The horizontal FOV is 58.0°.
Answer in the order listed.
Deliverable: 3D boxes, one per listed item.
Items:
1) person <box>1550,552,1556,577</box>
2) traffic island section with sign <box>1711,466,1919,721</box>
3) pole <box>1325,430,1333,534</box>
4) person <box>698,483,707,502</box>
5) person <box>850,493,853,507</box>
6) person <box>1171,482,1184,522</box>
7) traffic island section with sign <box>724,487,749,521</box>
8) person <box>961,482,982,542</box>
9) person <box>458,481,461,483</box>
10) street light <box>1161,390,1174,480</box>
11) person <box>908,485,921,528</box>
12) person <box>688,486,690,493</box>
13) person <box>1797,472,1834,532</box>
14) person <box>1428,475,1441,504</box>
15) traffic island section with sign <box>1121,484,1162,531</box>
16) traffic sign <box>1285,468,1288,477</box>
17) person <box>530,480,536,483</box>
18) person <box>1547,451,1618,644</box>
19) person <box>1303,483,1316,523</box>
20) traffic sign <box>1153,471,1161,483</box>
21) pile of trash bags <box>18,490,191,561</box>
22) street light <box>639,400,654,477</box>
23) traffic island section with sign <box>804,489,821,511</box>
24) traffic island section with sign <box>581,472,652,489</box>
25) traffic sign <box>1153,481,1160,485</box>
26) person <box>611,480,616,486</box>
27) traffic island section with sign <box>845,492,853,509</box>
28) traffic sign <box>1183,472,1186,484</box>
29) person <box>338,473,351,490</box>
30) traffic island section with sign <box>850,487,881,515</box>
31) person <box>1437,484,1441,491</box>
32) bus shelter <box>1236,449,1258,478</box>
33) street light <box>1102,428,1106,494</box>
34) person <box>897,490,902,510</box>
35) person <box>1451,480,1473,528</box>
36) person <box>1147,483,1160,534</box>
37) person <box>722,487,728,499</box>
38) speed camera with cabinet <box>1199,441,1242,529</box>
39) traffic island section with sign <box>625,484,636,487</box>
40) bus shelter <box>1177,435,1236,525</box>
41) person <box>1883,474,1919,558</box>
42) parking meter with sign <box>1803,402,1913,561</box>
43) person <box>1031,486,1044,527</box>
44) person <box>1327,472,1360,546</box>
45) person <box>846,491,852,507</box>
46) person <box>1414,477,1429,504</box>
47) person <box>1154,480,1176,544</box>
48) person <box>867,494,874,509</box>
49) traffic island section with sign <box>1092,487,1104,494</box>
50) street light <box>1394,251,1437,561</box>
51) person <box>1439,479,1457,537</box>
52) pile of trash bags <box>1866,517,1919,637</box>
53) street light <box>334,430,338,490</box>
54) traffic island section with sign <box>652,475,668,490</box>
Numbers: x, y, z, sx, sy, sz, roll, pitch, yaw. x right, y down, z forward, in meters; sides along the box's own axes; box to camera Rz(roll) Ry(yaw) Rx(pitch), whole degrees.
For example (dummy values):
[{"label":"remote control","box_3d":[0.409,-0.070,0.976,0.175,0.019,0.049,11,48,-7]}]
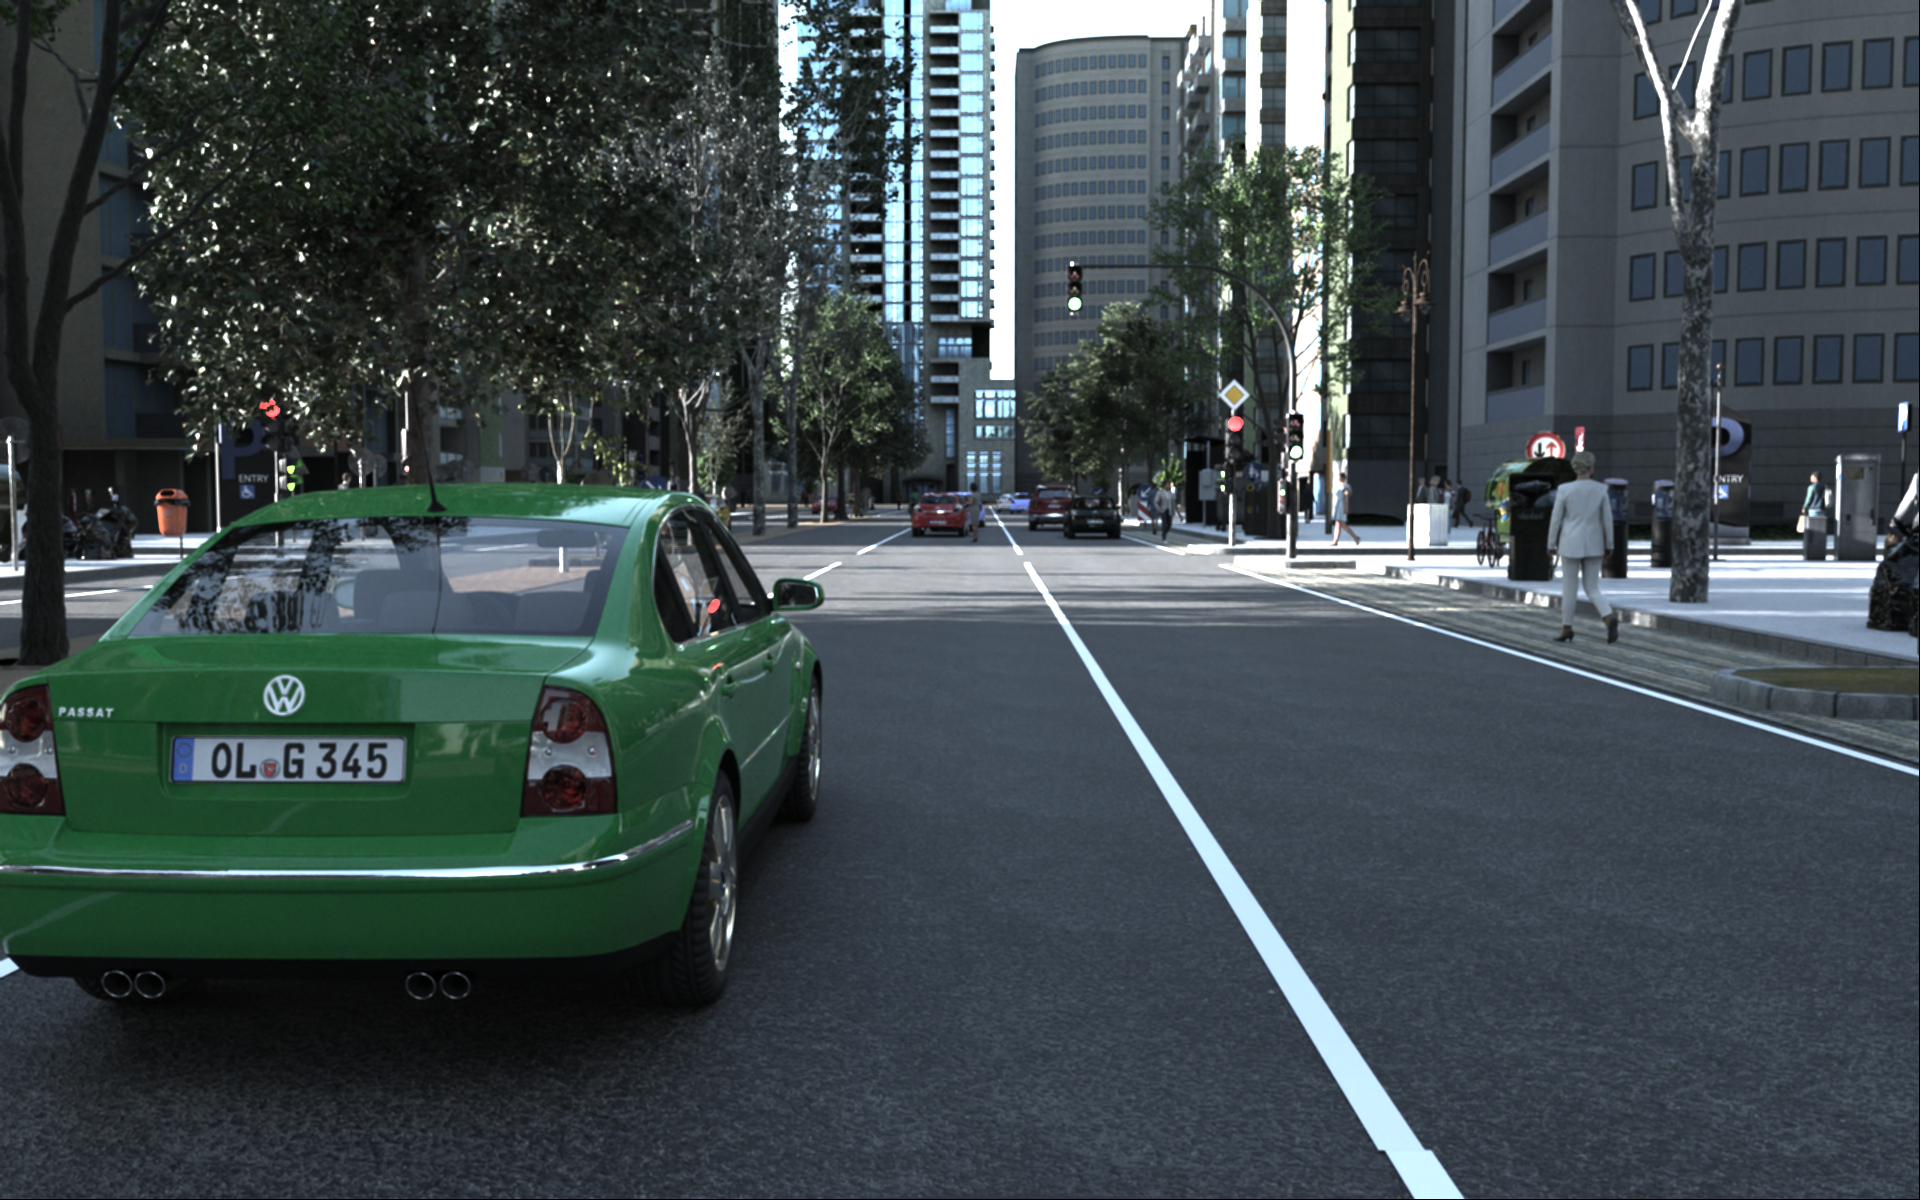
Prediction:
[{"label":"person","box_3d":[9.003,-1.167,26.942,0.330,1.601,0.589,-2,4,-31]},{"label":"traffic island section with sign","box_3d":[6.317,-0.194,11.797,1.989,1.847,2.006,0,4,1]},{"label":"pole","box_3d":[11.785,-3.756,55.252,0.158,3.312,0.155,0,3,0]},{"label":"person","box_3d":[-7.777,-2.608,51.567,0.576,1.772,0.534,-2,4,-35]},{"label":"person","box_3d":[-11.306,-10.800,185.101,1.348,1.821,0.705,3,5,44]},{"label":"person","box_3d":[9.803,-4.456,78.993,0.850,1.850,0.679,1,4,21]},{"label":"traffic island section with sign","box_3d":[-12.554,-5.248,94.441,1.989,1.847,2.006,0,4,1]},{"label":"person","box_3d":[0.381,-2.635,51.934,0.532,1.782,0.716,2,4,28]},{"label":"person","box_3d":[-22.310,-4.341,76.826,0.655,1.846,0.447,3,5,41]},{"label":"street light","box_3d":[9.241,-6.389,77.254,0.468,5.910,1.993,0,4,1]},{"label":"person","box_3d":[-1.846,-3.834,71.436,0.600,1.795,0.529,-3,4,-39]},{"label":"person","box_3d":[-17.948,-6.682,115.271,0.713,1.824,0.794,2,4,30]},{"label":"person","box_3d":[20.745,-2.202,42.037,0.794,1.824,0.713,0,4,6]},{"label":"person","box_3d":[13.266,-2.582,48.441,0.728,1.800,0.709,2,4,31]},{"label":"traffic island section with sign","box_3d":[7.010,-3.573,67.045,1.989,1.847,2.006,0,4,1]},{"label":"traffic sign","box_3d":[11.577,-3.850,63.047,0.768,2.556,0.104,1,4,9]},{"label":"person","box_3d":[-16.132,-3.628,65.371,0.388,1.821,0.555,1,4,13]},{"label":"person","box_3d":[5.932,-0.492,16.431,0.514,1.842,0.818,-1,4,-15]},{"label":"person","box_3d":[15.366,-4.268,76.248,0.576,1.772,0.534,0,4,-6]},{"label":"traffic sign","box_3d":[11.117,-5.897,96.145,0.795,2.593,0.064,0,4,7]},{"label":"pile of trash bags","box_3d":[-16.817,-1.493,34.169,3.447,1.369,1.912,0,4,8]},{"label":"street light","box_3d":[-15.036,-6.756,83.245,0.468,5.910,1.993,0,4,1]},{"label":"traffic island section with sign","box_3d":[-11.920,-8.308,144.455,1.989,1.847,2.006,0,4,1]},{"label":"traffic island section with sign","box_3d":[-7.446,-1.636,34.880,2.006,1.907,1.989,0,4,1]},{"label":"traffic sign","box_3d":[13.177,-7.003,114.607,0.768,2.556,0.104,1,4,9]},{"label":"person","box_3d":[-8.870,-2.185,44.498,0.850,1.792,0.678,-2,4,-34]},{"label":"traffic island section with sign","box_3d":[-11.586,-9.956,171.408,1.989,1.847,2.006,0,4,1]},{"label":"traffic sign","box_3d":[12.426,-5.744,94.027,0.768,2.556,0.104,0,4,5]},{"label":"person","box_3d":[-16.501,-2.490,46.537,0.659,1.850,0.755,2,4,33]},{"label":"traffic island section with sign","box_3d":[-6.404,-6.684,117.419,2.006,1.907,1.989,0,4,1]},{"label":"person","box_3d":[17.770,-3.545,64.370,0.716,1.782,0.532,0,4,6]},{"label":"bus shelter","box_3d":[12.026,-5.159,78.272,2.014,3.302,5.546,0,4,1]},{"label":"street light","box_3d":[9.763,-8.826,117.098,0.468,5.910,1.993,0,4,1]},{"label":"person","box_3d":[-5.400,-8.917,154.393,0.705,1.812,1.348,-1,4,-12]},{"label":"person","box_3d":[19.067,-3.663,65.897,0.822,1.834,0.622,3,5,40]},{"label":"person","box_3d":[6.871,-3.230,61.341,0.581,1.822,0.654,1,4,22]},{"label":"person","box_3d":[-15.716,-6.685,115.517,0.709,1.800,0.728,2,4,33]},{"label":"speed camera with cabinet","box_3d":[9.904,-4.273,64.192,2.038,3.252,0.660,2,4,33]},{"label":"traffic island section with sign","box_3d":[-12.897,-3.600,67.487,1.989,1.847,2.006,0,4,1]},{"label":"bus shelter","box_3d":[10.190,-4.913,71.616,1.731,3.624,6.357,0,4,1]},{"label":"person","box_3d":[10.870,-0.813,19.455,0.709,1.813,0.853,-1,4,-10]},{"label":"parking meter with sign","box_3d":[17.217,-2.264,33.279,1.738,3.016,0.543,1,4,14]},{"label":"person","box_3d":[3.370,-4.085,75.623,0.599,1.781,0.374,0,4,-7]},{"label":"person","box_3d":[9.372,-2.212,42.300,0.778,1.811,0.616,1,4,10]},{"label":"person","box_3d":[-11.811,-10.920,187.765,1.217,1.735,0.721,1,4,16]},{"label":"person","box_3d":[13.702,-2.760,51.560,0.834,1.777,0.661,-1,4,-16]},{"label":"person","box_3d":[5.882,-2.543,49.925,0.661,1.843,0.795,-1,4,-20]},{"label":"person","box_3d":[-8.976,-9.904,170.445,1.348,1.822,0.705,1,4,17]},{"label":"traffic island section with sign","box_3d":[7.360,-5.249,94.453,1.989,1.847,2.006,0,4,1]},{"label":"street light","box_3d":[8.674,-3.691,33.129,0.468,5.910,1.993,0,4,1]},{"label":"person","box_3d":[14.610,-2.759,51.988,0.563,1.720,0.643,1,4,13]},{"label":"pile of trash bags","box_3d":[10.171,-0.358,15.598,3.447,1.369,1.912,1,4,19]},{"label":"street light","box_3d":[-15.553,-4.302,43.119,0.468,5.910,1.993,0,4,1]},{"label":"traffic island section with sign","box_3d":[-7.343,-2.089,42.286,2.006,1.907,1.989,0,4,1]}]
